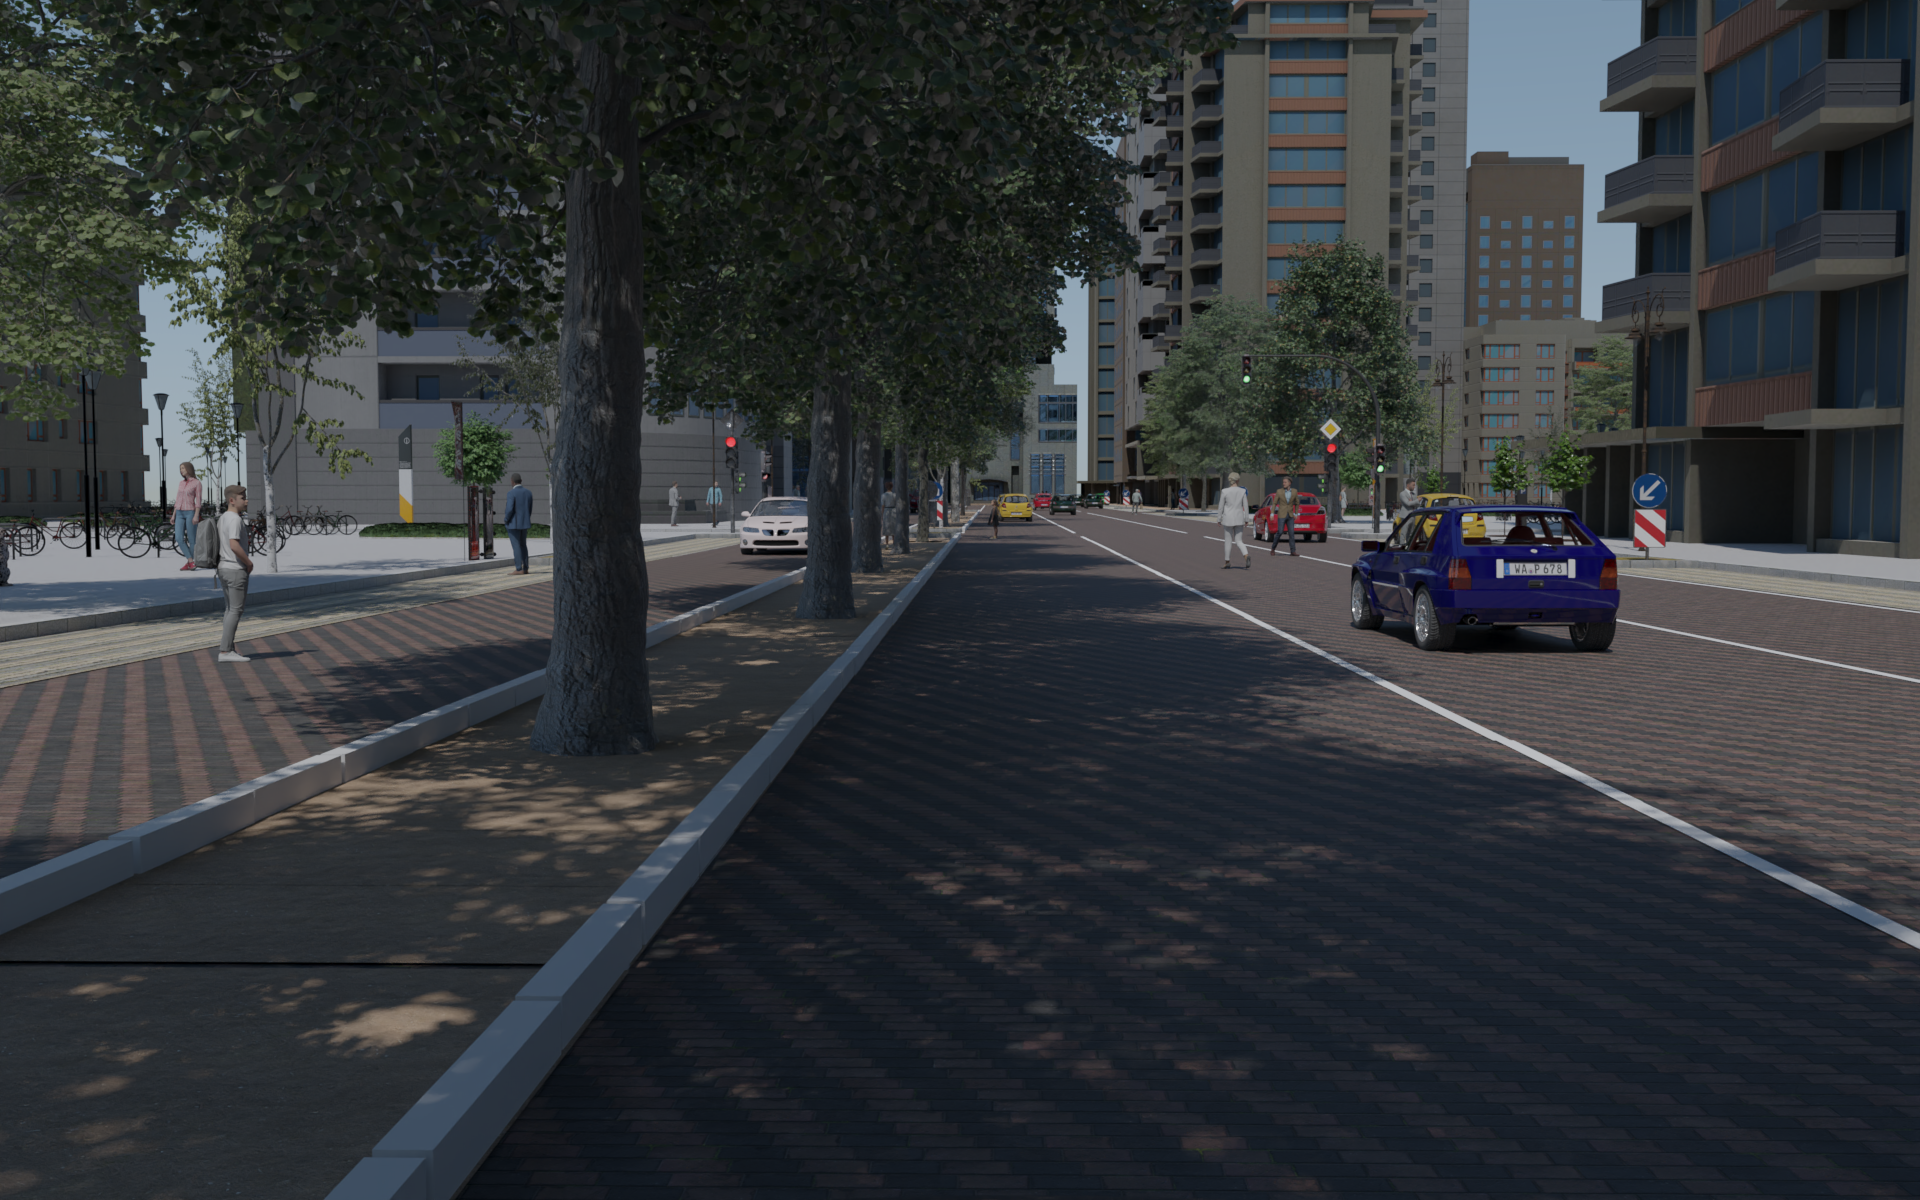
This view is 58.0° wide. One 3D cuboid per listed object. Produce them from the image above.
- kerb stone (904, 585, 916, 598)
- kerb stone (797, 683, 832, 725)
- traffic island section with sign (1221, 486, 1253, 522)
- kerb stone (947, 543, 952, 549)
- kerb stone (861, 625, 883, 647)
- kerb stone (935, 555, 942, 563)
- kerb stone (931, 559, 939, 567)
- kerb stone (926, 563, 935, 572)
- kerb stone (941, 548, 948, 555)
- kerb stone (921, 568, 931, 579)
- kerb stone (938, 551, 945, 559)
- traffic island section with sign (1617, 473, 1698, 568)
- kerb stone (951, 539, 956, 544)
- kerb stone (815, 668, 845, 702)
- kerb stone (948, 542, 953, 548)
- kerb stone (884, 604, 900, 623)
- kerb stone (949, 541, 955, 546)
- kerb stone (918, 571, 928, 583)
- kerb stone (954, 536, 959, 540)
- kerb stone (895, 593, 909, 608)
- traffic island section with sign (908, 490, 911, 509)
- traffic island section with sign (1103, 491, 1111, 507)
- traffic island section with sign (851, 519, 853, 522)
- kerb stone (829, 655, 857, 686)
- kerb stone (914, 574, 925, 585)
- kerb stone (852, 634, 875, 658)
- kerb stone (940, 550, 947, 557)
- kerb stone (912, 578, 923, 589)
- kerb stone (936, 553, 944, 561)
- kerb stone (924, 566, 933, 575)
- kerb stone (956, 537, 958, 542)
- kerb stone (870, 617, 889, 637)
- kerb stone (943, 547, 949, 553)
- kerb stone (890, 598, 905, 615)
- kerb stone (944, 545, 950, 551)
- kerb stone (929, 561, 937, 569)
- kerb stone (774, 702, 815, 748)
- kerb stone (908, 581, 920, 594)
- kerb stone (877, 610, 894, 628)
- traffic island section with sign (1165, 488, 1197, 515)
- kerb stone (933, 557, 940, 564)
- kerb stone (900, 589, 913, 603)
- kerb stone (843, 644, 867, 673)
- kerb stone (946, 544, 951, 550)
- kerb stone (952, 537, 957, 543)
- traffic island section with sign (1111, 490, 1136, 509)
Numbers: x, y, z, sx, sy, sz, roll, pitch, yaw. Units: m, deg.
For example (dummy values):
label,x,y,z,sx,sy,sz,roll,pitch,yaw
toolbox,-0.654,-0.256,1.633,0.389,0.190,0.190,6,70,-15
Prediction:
label,x,y,z,sx,sy,sz,roll,pitch,yaw
kerb stone,-0.707,-0.072,23.375,0.120,0.150,1.000,0,4,1
kerb stone,-0.943,0.680,11.079,0.120,0.150,1.000,0,4,1
traffic island section with sign,14.285,-4.929,89.210,1.989,1.847,2.006,0,4,1
kerb stone,-0.322,-1.263,42.848,0.120,0.150,1.000,0,4,1
kerb stone,-0.841,0.366,16.206,0.120,0.150,1.000,0,4,1
kerb stone,-0.483,-0.762,34.656,0.120,0.150,1.000,0,4,1
kerb stone,-0.527,-0.631,32.605,0.120,0.150,1.000,0,4,1
kerb stone,-0.561,-0.511,30.556,0.120,0.150,1.000,0,4,1
kerb stone,-0.396,-1.012,38.749,0.120,0.150,1.000,0,4,1
kerb stone,-0.604,-0.385,28.494,0.120,0.150,1.000,0,4,1
kerb stone,-0.441,-0.887,36.704,0.120,0.150,1.000,0,4,1
traffic island section with sign,13.198,-1.562,34.162,1.989,1.847,2.006,0,4,1
kerb stone,-0.246,-1.505,46.950,0.120,0.150,1.000,0,4,1
kerb stone,-0.926,0.620,12.101,0.120,0.150,1.000,0,4,1
kerb stone,-0.303,-1.325,43.870,0.120,0.150,1.000,0,4,1
kerb stone,-0.780,0.178,19.288,0.120,0.150,1.000,0,4,1
kerb stone,-0.278,-1.388,44.892,0.120,0.150,1.000,0,4,1
kerb stone,-0.620,-0.323,27.472,0.120,0.150,1.000,0,4,1
kerb stone,-0.180,-1.702,50.028,0.120,0.150,1.000,0,4,1
kerb stone,-0.746,0.053,21.332,0.120,0.150,1.000,0,4,1
traffic island section with sign,-5.024,-9.672,166.768,1.989,1.847,2.006,0,4,1
traffic island section with sign,16.356,-11.383,194.732,1.989,1.847,2.006,0,4,1
traffic island section with sign,-6.531,-4.954,89.627,1.989,1.847,2.006,0,4,1
kerb stone,-0.902,0.555,13.136,0.120,0.150,1.000,0,4,1
kerb stone,-0.646,-0.260,26.451,0.120,0.150,1.000,0,4,1
kerb stone,-0.860,0.432,15.185,0.120,0.150,1.000,0,4,1
kerb stone,-0.422,-0.950,37.726,0.120,0.150,1.000,0,4,1
kerb stone,-0.665,-0.192,25.424,0.120,0.150,1.000,0,4,1
kerb stone,-0.459,-0.818,35.683,0.120,0.150,1.000,0,4,1
kerb stone,-0.580,-0.448,29.520,0.120,0.150,1.000,0,4,1
kerb stone,-0.202,-1.634,49.002,0.120,0.150,1.000,0,4,1
kerb stone,-0.824,0.304,17.235,0.120,0.150,1.000,0,4,1
kerb stone,-0.384,-1.075,39.774,0.120,0.150,1.000,0,4,1
kerb stone,-0.763,0.116,20.310,0.120,0.150,1.000,0,4,1
kerb stone,-0.356,-1.138,40.800,0.120,0.150,1.000,0,4,1
kerb stone,-0.541,-0.574,31.580,0.120,0.150,1.000,0,4,1
kerb stone,-0.969,0.743,10.056,0.120,0.150,1.000,0,4,1
kerb stone,-0.686,-0.135,24.397,0.120,0.150,1.000,0,4,1
kerb stone,-0.807,0.242,18.262,0.120,0.150,1.000,0,4,1
traffic island section with sign,14.805,-6.577,116.161,1.989,1.847,2.006,0,4,1
kerb stone,-0.505,-0.696,33.627,0.120,0.150,1.000,0,4,1
kerb stone,-0.728,-0.010,22.353,0.120,0.150,1.000,0,4,1
kerb stone,-0.878,0.497,14.158,0.120,0.150,1.000,0,4,1
kerb stone,-0.340,-1.200,41.822,0.120,0.150,1.000,0,4,1
kerb stone,-0.218,-1.577,47.978,0.120,0.150,1.000,0,4,1
traffic island section with sign,15.804,-9.647,166.351,1.989,1.847,2.006,0,4,1
